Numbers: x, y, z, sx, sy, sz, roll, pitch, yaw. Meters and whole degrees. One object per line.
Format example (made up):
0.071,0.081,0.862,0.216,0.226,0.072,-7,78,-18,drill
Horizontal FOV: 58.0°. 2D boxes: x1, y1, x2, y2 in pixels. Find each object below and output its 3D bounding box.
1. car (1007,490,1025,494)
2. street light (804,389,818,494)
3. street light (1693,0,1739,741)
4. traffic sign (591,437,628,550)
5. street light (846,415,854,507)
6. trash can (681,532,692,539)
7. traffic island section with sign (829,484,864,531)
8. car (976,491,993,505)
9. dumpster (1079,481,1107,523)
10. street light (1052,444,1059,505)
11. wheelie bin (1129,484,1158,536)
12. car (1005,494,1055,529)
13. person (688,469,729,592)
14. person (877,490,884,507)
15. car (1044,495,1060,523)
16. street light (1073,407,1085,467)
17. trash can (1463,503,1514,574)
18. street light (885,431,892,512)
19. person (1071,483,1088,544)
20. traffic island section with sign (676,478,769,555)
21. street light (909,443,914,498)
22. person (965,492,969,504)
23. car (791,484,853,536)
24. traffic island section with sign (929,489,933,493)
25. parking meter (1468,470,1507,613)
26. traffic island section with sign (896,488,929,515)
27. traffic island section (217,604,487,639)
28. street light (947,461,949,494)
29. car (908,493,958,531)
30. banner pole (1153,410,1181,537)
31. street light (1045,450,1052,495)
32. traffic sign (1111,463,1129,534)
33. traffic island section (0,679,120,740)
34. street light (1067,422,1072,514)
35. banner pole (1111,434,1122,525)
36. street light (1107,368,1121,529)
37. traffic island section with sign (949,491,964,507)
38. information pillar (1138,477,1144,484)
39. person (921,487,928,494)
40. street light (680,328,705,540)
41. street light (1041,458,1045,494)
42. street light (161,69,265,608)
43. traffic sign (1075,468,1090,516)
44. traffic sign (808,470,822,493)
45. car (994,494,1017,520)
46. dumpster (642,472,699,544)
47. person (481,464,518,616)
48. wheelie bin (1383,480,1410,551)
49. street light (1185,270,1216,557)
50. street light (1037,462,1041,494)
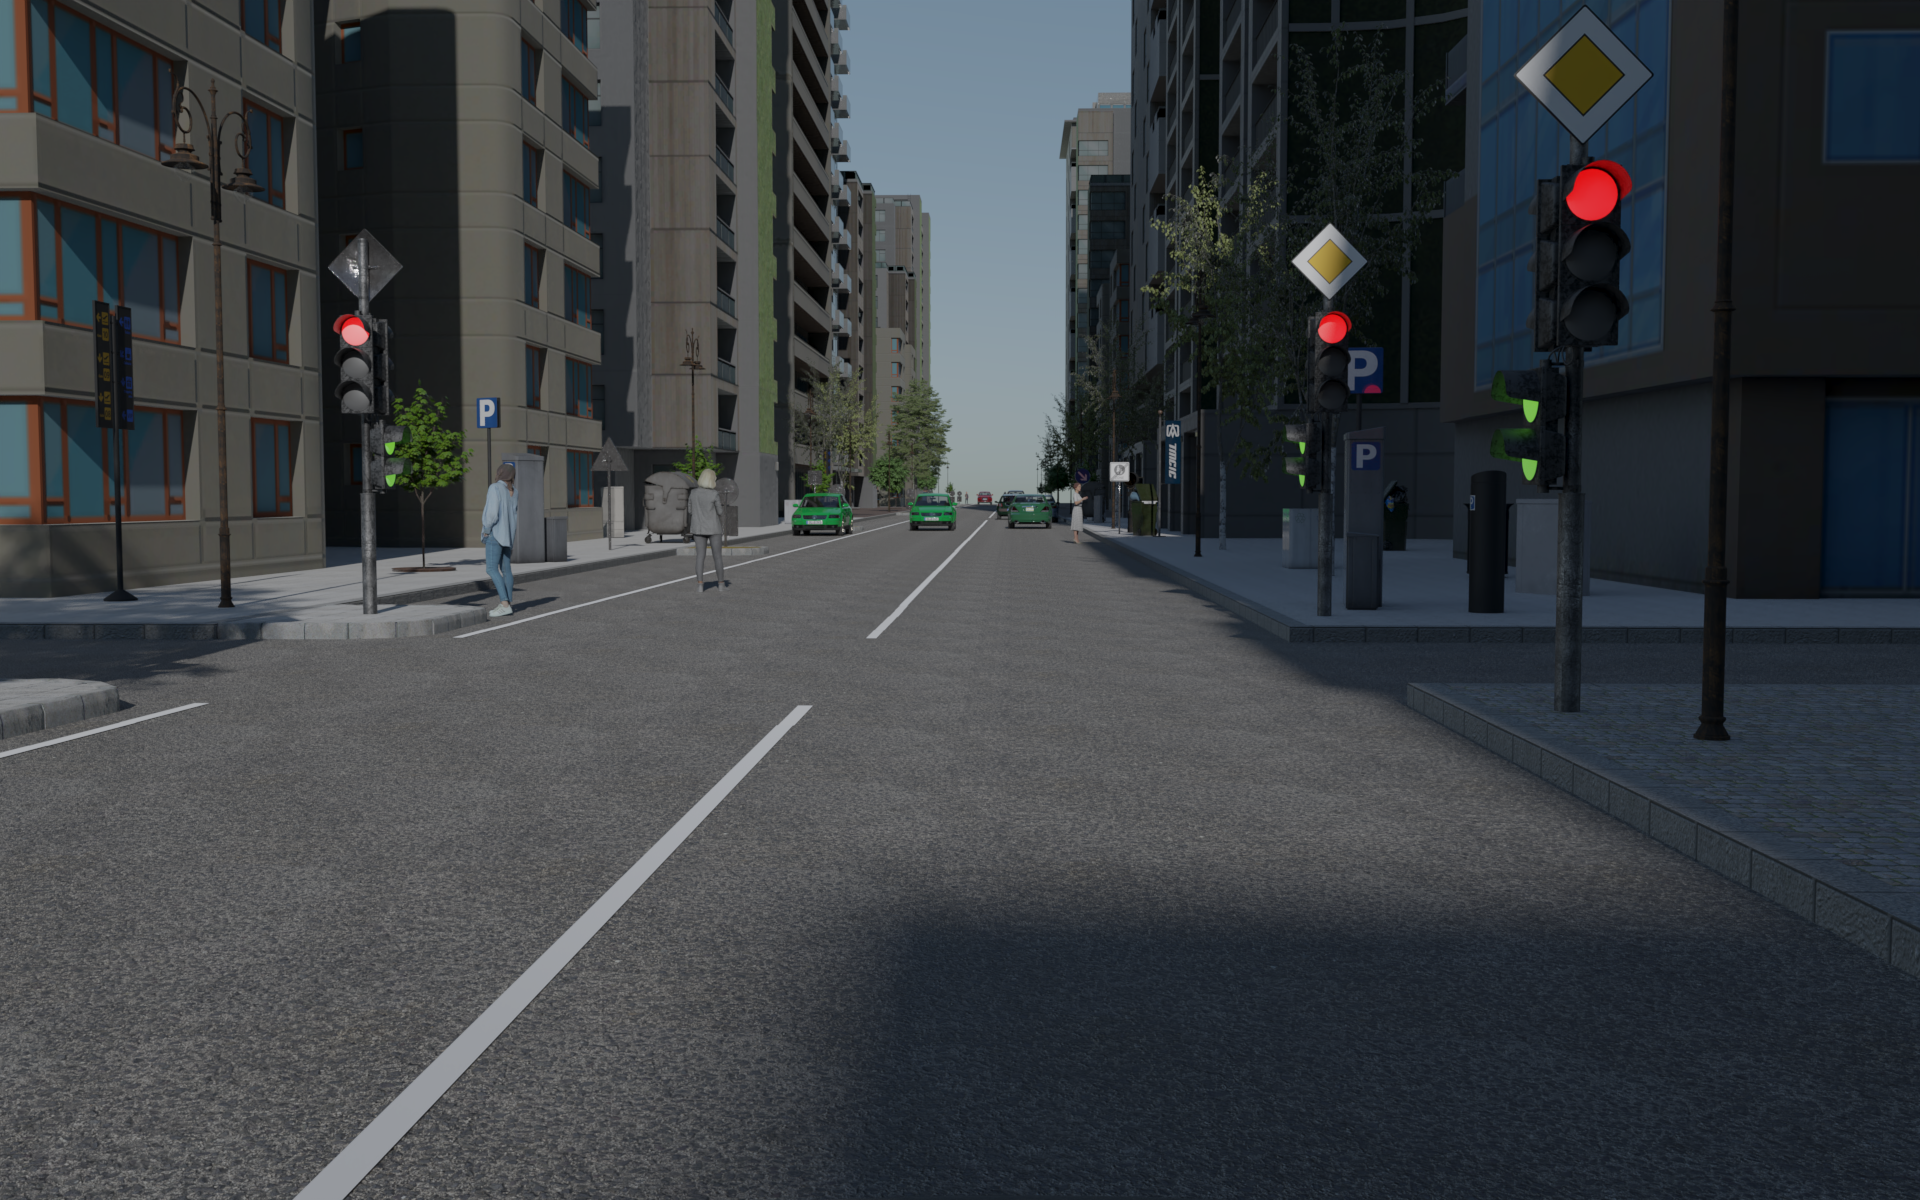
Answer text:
5.208,-9.381,162.047,2.281,1.827,5.304,0,4,1,car
-6.588,-6.344,76.509,0.468,5.910,1.993,0,4,2,street light
3.944,-2.209,8.906,0.468,5.910,1.993,0,4,2,street light
-7.998,-2.416,39.512,0.884,2.594,0.081,0,4,6,traffic sign
-6.040,-7.489,95.235,0.468,5.910,1.993,0,4,2,street light
-7.768,-2.350,50.078,0.748,1.137,0.748,0,3,0,trash can
-4.825,-3.655,68.380,1.989,1.847,2.006,0,4,2,traffic island section with sign
3.362,-13.835,234.879,2.281,1.827,5.304,0,4,1,car
6.026,-4.465,78.766,1.264,1.857,1.865,0,4,2,dumpster
7.921,-10.249,140.365,0.468,5.910,1.993,0,4,2,street light
5.637,-2.775,53.276,0.980,1.594,0.693,-2,4,-27,wheelie bin
2.944,-3.726,72.713,2.131,1.459,4.920,0,4,3,car
-3.722,-1.027,25.467,0.537,1.800,0.526,1,4,22,person
-8.250,-10.117,173.548,1.348,1.869,0.705,-1,4,-23,person
4.115,-4.673,88.405,2.014,1.417,4.499,0,4,1,car
6.465,-7.319,92.452,0.468,5.910,1.993,0,4,2,street light
8.095,-0.912,26.560,0.748,1.137,0.748,0,3,0,trash can
-5.073,-9.273,124.395,0.468,5.910,1.993,0,4,2,street light
3.467,-2.503,49.987,0.524,1.755,0.480,1,4,17,person
-5.630,-2.007,41.436,1.989,1.847,2.006,0,4,2,traffic island section with sign
-4.216,-10.996,152.567,0.468,5.910,1.993,0,4,2,street light
0.965,-14.064,238.983,0.617,1.759,0.750,-1,4,-16,person
-4.807,-3.178,60.748,1.959,1.807,4.718,0,4,3,car
-2.492,-8.344,145.050,1.989,1.847,2.006,0,4,2,traffic island section with sign
5.705,-0.631,18.734,0.372,1.533,0.369,0,3,0,parking meter
-3.321,-6.696,118.108,1.989,1.847,2.006,0,4,2,traffic island section with sign
-6.331,0.229,18.542,2.009,0.180,2.903,0,4,2,traffic island section
-1.660,-16.065,235.442,0.468,5.910,1.993,0,4,2,street light
-1.064,-3.675,68.882,1.959,1.807,4.718,0,4,1,car
6.205,-3.780,51.818,0.863,3.779,0.401,0,4,-2,banner pole
8.868,-12.021,169.331,0.468,5.910,1.993,0,4,2,street light
5.141,-3.284,55.827,0.606,2.300,0.079,0,4,8,traffic sign
-6.573,0.717,10.561,2.009,0.180,2.903,0,4,2,traffic island section
7.166,-8.496,111.692,0.468,5.910,1.993,0,4,2,street light
6.559,-4.999,71.750,0.401,3.779,0.863,2,4,30,banner pole
5.664,-5.568,63.818,0.468,5.910,1.993,0,4,2,street light
-0.816,-11.739,200.562,1.989,1.847,2.006,0,4,2,traffic island section with sign
7.806,-4.316,75.056,0.304,2.012,0.304,0,4,4,information pillar
-1.685,-4.528,82.874,0.623,1.781,0.721,-2,4,-27,person
-7.440,-4.621,48.336,0.468,5.910,1.993,0,4,2,street light
9.652,-13.622,195.508,0.468,5.910,1.993,0,4,2,street light
-8.308,-2.853,19.435,0.468,5.910,1.993,0,4,2,street light
6.082,-5.256,86.041,0.768,2.556,0.104,0,4,3,traffic sign
-6.287,-4.462,75.088,0.606,2.300,0.079,0,4,4,traffic sign
2.947,-5.391,97.931,2.009,1.686,4.222,0,4,2,car
-7.560,-2.427,45.442,1.264,1.857,1.865,0,4,2,dumpster
-5.431,-0.720,20.539,0.793,1.790,0.793,-1,4,-16,person
9.843,-1.921,39.317,0.693,1.594,0.980,0,4,4,wheelie bin
4.874,-3.823,35.293,0.468,5.910,1.993,0,4,2,street light
10.521,-15.349,223.739,0.468,5.910,1.993,0,4,2,street light
